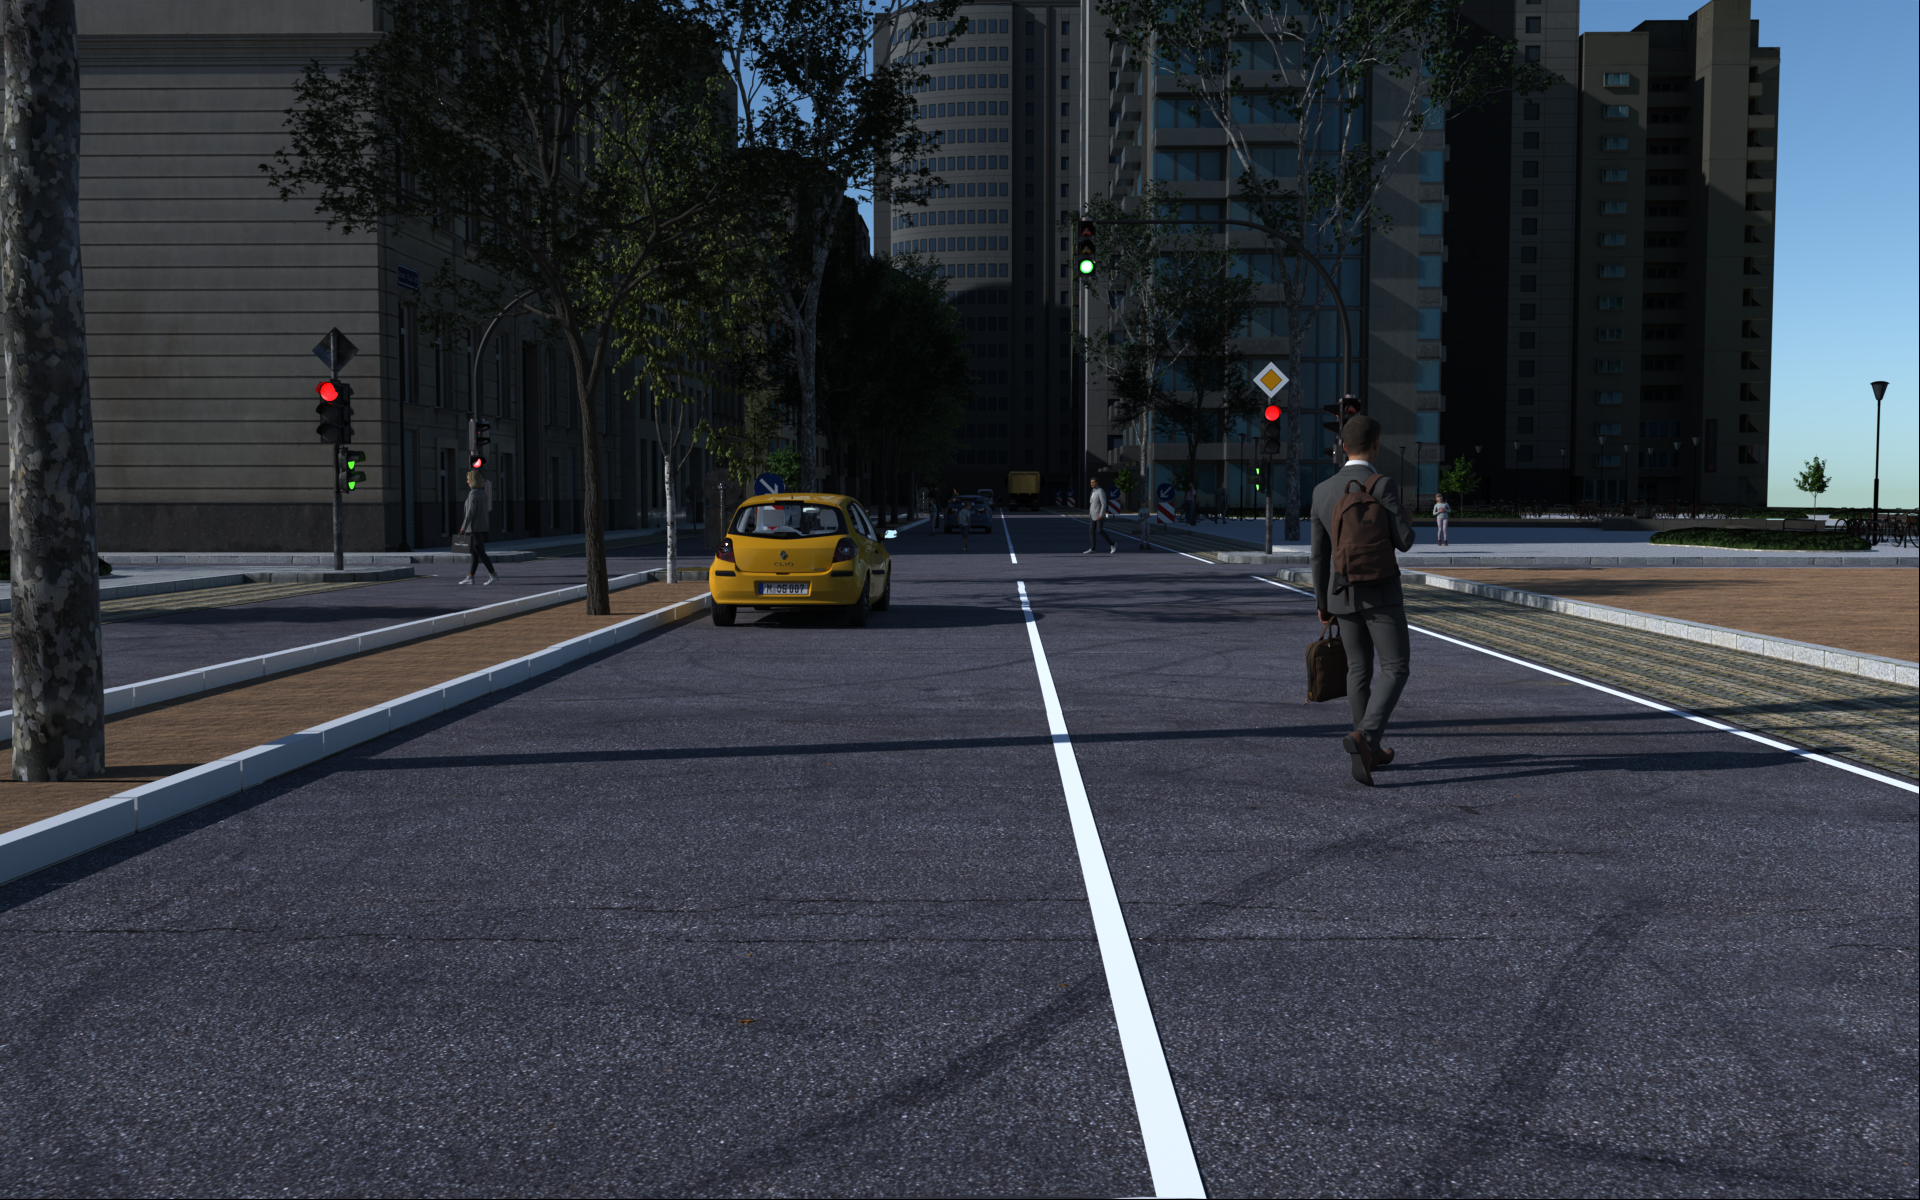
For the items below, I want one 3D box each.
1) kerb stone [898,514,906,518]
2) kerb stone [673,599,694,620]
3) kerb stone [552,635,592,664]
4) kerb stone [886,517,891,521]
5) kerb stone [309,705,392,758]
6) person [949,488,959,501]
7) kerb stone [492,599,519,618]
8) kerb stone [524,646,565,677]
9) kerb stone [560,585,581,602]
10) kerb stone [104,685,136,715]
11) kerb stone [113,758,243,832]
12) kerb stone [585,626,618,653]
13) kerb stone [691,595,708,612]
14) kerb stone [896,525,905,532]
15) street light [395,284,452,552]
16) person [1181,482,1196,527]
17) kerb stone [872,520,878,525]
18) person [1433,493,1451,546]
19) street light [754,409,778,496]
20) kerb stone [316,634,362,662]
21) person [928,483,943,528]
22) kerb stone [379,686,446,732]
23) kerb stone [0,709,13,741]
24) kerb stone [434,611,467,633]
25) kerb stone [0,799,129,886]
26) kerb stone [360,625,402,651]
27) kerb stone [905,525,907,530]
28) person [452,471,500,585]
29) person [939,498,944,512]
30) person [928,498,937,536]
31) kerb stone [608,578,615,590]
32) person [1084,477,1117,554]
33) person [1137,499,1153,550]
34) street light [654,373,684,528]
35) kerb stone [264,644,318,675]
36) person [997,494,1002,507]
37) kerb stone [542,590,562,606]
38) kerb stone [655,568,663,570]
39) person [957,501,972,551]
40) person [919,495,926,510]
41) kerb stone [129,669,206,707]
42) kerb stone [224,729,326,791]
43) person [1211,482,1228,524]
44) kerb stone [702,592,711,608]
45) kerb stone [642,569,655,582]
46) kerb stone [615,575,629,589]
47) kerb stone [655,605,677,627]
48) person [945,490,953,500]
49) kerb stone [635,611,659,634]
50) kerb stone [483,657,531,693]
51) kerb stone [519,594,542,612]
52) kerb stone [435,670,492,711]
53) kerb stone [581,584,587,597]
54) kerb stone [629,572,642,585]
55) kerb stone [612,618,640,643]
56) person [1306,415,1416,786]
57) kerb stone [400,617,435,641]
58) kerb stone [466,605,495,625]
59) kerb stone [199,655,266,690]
[{"bbox_3d":[-3.548,-5.117,105.853,0.120,0.150,1.000,0,4,1],"label":"kerb stone"},{"bbox_3d":[-3.272,0.126,20.132,0.120,0.150,1.000,0,4,1],"label":"kerb stone"},{"bbox_3d":[-3.385,0.440,15.003,0.120,0.150,1.000,0,4,1],"label":"kerb stone"},{"bbox_3d":[-3.794,-4.426,94.580,0.120,0.150,1.000,0,4,1],"label":"kerb stone"},{"bbox_3d":[-3.495,0.753,9.887,0.120,0.150,1.000,0,4,1],"label":"kerb stone"},{"bbox_3d":[-0.291,-6.431,113.749,0.705,1.812,1.348,2,4,34],"label":"person"},{"bbox_3d":[-5.378,0.121,20.221,0.120,0.150,1.000,0,4,1],"label":"kerb stone"},{"bbox_3d":[-3.398,0.510,13.982,0.120,0.150,1.000,0,4,1],"label":"kerb stone"},{"bbox_3d":[-5.313,-0.067,23.288,0.120,0.150,1.000,0,4,1],"label":"kerb stone"},{"bbox_3d":[-5.564,0.684,11.010,0.120,0.150,1.000,0,4,1],"label":"kerb stone"},{"bbox_3d":[-3.533,0.878,7.838,0.120,0.150,1.000,0,4,1],"label":"kerb stone"},{"bbox_3d":[-3.362,0.377,16.025,0.120,0.150,1.000,0,4,1],"label":"kerb stone"},{"bbox_3d":[-3.258,0.068,21.154,0.120,0.150,1.000,0,4,1],"label":"kerb stone"},{"bbox_3d":[-2.291,-2.729,66.820,0.120,0.150,1.000,0,4,1],"label":"kerb stone"},{"bbox_3d":[-11.724,-4.005,38.026,1.470,5.913,1.316,0,4,1],"label":"street light"},{"bbox_3d":[9.027,-3.771,68.289,0.593,1.750,0.643,2,4,27],"label":"person"},{"bbox_3d":[-4.032,-3.735,83.314,0.120,0.150,1.000,0,4,1],"label":"kerb stone"},{"bbox_3d":[12.023,-2.007,43.141,0.425,1.301,0.394,0,4,-5],"label":"person"},{"bbox_3d":[-10.560,-7.415,93.774,1.470,5.913,1.316,0,4,1],"label":"street light"},{"bbox_3d":[-5.484,0.438,15.104,0.120,0.150,1.000,0,4,1],"label":"kerb stone"},{"bbox_3d":[-1.055,-3.971,72.782,0.474,1.900,0.648,2,4,27],"label":"person"},{"bbox_3d":[-3.473,0.690,10.909,0.120,0.150,1.000,0,4,1],"label":"kerb stone"},{"bbox_3d":[-5.593,0.747,9.978,0.120,0.150,1.000,0,4,1],"label":"kerb stone"},{"bbox_3d":[-5.419,0.246,18.177,0.120,0.150,1.000,0,4,1],"label":"kerb stone"},{"bbox_3d":[-3.556,0.944,6.816,0.120,0.150,1.000,0,4,1],"label":"kerb stone"},{"bbox_3d":[-5.459,0.371,16.133,0.120,0.150,1.000,0,4,1],"label":"kerb stone"},{"bbox_3d":[-2.261,-2.792,67.845,0.120,0.150,1.000,0,4,1],"label":"kerb stone"},{"bbox_3d":[-7.617,-1.135,27.244,0.728,1.800,0.709,1,4,10],"label":"person"},{"bbox_3d":[-1.783,-7.862,137.589,0.990,1.755,0.434,-1,4,-10],"label":"person"},{"bbox_3d":[-0.950,-2.829,59.036,0.394,1.301,0.425,-3,5,-44],"label":"person"},{"bbox_3d":[-5.261,-0.192,25.333,0.120,0.150,1.000,0,4,1],"label":"kerb stone"},{"bbox_3d":[3.367,-2.037,41.645,0.795,1.843,0.661,-1,4,-21],"label":"person"},{"bbox_3d":[4.775,-1.945,44.576,0.394,1.301,0.425,3,4,37],"label":"person"},{"bbox_3d":[-11.121,-5.728,66.190,1.470,5.913,1.316,0,4,1],"label":"street light"},{"bbox_3d":[-5.500,0.499,14.081,0.120,0.150,1.000,0,4,1],"label":"kerb stone"},{"bbox_3d":[4.224,-10.591,184.897,0.421,1.427,0.697,-2,4,-25],"label":"person"},{"bbox_3d":[-5.338,-0.004,22.264,0.120,0.150,1.000,0,4,1],"label":"kerb stone"},{"bbox_3d":[-5.172,-0.442,29.430,0.120,0.150,1.000,0,4,1],"label":"kerb stone"},{"bbox_3d":[0.121,-1.885,44.010,0.352,1.250,0.332,-1,4,-17],"label":"person"},{"bbox_3d":[-3.256,-8.682,151.173,0.721,1.735,1.217,3,4,37],"label":"person"},{"bbox_3d":[-5.545,0.625,12.038,0.120,0.150,1.000,0,4,1],"label":"kerb stone"},{"bbox_3d":[-3.512,0.816,8.859,0.120,0.150,1.000,0,4,1],"label":"kerb stone"},{"bbox_3d":[11.289,-4.210,74.982,0.694,1.812,0.767,-1,4,-16],"label":"person"},{"bbox_3d":[-3.228,0.001,22.184,0.120,0.150,1.000,0,4,1],"label":"kerb stone"},{"bbox_3d":[-5.195,-0.380,28.408,0.120,0.150,1.000,0,4,1],"label":"kerb stone"},{"bbox_3d":[-5.240,-0.249,26.355,0.120,0.150,1.000,0,4,1],"label":"kerb stone"},{"bbox_3d":[-3.299,0.190,19.099,0.120,0.150,1.000,0,4,1],"label":"kerb stone"},{"bbox_3d":[-0.901,-10.048,172.927,1.348,1.807,0.705,-2,4,-34],"label":"person"},{"bbox_3d":[-3.322,0.254,18.077,0.120,0.150,1.000,0,4,1],"label":"kerb stone"},{"bbox_3d":[-3.421,0.565,12.957,0.120,0.150,1.000,0,4,1],"label":"kerb stone"},{"bbox_3d":[-5.355,0.058,21.242,0.120,0.150,1.000,0,4,1],"label":"kerb stone"},{"bbox_3d":[-3.449,0.628,11.932,0.120,0.150,1.000,0,4,1],"label":"kerb stone"},{"bbox_3d":[-5.288,-0.129,24.312,0.120,0.150,1.000,0,4,1],"label":"kerb stone"},{"bbox_3d":[-5.226,-0.317,27.384,0.120,0.150,1.000,0,4,1],"label":"kerb stone"},{"bbox_3d":[-3.336,0.315,17.047,0.120,0.150,1.000,0,4,1],"label":"kerb stone"},{"bbox_3d":[2.032,-0.020,8.789,0.622,1.834,0.822,3,4,38],"label":"person"},{"bbox_3d":[-5.444,0.308,17.155,0.120,0.150,1.000,0,4,1],"label":"kerb stone"},{"bbox_3d":[-5.392,0.186,19.199,0.120,0.150,1.000,0,4,1],"label":"kerb stone"},{"bbox_3d":[-5.526,0.559,13.060,0.120,0.150,1.000,0,4,1],"label":"kerb stone"}]
